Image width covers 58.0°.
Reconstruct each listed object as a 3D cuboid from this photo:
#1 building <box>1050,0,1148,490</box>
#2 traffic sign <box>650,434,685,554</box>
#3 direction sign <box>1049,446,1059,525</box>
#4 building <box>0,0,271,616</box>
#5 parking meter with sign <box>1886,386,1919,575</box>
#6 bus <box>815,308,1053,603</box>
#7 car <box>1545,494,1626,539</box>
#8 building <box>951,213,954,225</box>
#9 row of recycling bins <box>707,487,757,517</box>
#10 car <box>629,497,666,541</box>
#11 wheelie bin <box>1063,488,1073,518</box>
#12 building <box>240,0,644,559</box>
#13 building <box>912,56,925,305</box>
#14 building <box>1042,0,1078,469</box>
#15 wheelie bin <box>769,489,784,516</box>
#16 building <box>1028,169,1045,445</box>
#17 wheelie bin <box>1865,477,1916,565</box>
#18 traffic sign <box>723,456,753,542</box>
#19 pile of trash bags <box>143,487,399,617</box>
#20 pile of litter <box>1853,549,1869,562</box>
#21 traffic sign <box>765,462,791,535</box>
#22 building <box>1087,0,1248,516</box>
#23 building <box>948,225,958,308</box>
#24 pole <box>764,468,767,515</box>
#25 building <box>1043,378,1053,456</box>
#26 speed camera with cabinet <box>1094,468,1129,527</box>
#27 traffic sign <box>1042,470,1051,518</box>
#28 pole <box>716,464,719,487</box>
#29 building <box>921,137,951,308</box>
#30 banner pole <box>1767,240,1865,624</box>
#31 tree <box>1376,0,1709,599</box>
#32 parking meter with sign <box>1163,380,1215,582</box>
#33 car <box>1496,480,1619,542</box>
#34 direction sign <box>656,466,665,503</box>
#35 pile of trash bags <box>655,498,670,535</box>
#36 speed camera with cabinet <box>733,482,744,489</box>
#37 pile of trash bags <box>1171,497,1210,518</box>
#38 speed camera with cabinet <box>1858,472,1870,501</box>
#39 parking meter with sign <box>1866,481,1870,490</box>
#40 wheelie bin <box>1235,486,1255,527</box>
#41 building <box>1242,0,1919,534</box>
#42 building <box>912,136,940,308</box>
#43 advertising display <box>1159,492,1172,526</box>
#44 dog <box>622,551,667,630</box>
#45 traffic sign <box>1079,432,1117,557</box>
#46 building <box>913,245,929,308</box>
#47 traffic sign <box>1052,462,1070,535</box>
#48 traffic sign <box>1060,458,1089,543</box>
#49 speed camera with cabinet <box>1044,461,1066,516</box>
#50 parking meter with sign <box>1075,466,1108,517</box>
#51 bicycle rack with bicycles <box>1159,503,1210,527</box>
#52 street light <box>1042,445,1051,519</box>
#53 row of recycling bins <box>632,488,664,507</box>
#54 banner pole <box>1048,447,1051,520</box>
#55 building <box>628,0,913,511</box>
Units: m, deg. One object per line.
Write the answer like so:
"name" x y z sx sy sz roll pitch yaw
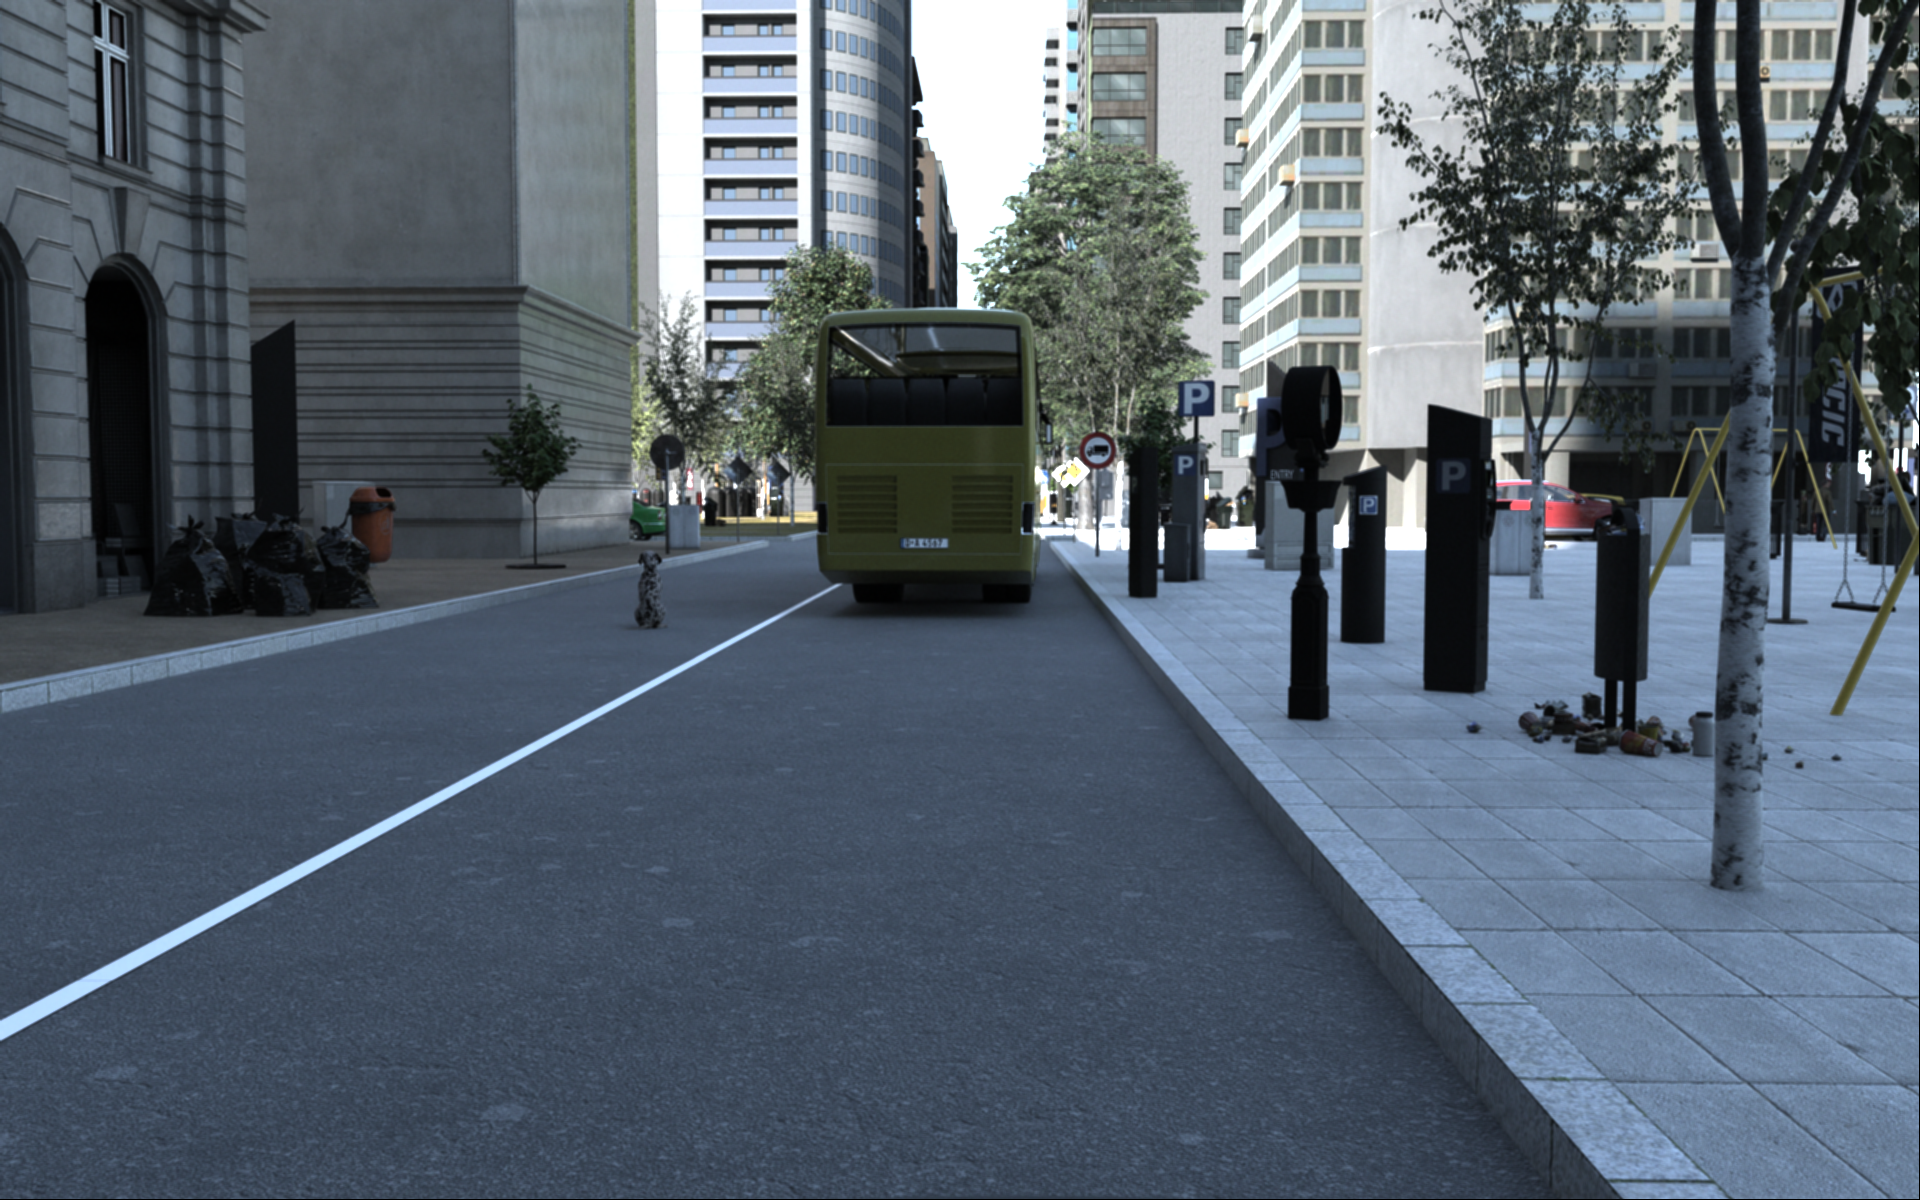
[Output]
"building" 17.712 -42.768 137.514 20.563 71.187 20.611 0 4 2
"traffic sign" -6.249 -2.253 36.940 0.768 2.556 0.104 0 4 8
"direction sign" 3.899 -4.877 71.729 0.379 3.537 0.876 0 4 0
"building" -15.928 -10.407 11.959 13.314 21.916 24.055 0 4 2
"parking meter with sign" 15.373 -1.885 27.078 0.543 3.016 1.738 -1 4 -18
"bus" -0.076 -2.092 25.743 2.896 3.916 12.252 0 4 3
"car" 17.616 -2.454 50.342 3.980 1.641 2.015 0 4 3
"building" -11.878 -39.789 274.248 21.300 48.544 21.600 0 4 2
"row of recycling bins" -12.574 -5.458 96.356 1.069 1.692 3.534 3 4 39
"car" -10.817 -2.557 50.611 4.718 1.807 1.959 0 4 1
"wheelie bin" 5.501 -5.103 91.344 0.693 1.594 0.980 3 5 44
"building" -18.306 -12.398 38.864 21.152 22.565 11.583 0 4 2
"building" -14.901 -31.609 171.432 22.147 44.769 28.867 0 4 2
"building" 19.013 -33.275 163.648 23.786 49.044 30.456 0 4 2
"wheelie bin" -10.522 -5.595 99.383 0.980 1.594 0.693 2 4 35
"building" 25.206 -41.843 273.375 28.713 52.752 27.495 0 4 2
"wheelie bin" 16.872 -1.435 31.366 0.693 1.594 0.980 -1 4 -15
"traffic sign" -5.880 -2.584 45.893 0.795 2.450 0.064 0 4 2
"pile of trash bags" -7.458 -0.605 19.642 1.912 1.369 3.447 1 4 13
"pile of litter" 17.912 -1.176 33.190 1.719 0.858 1.176 0 4 -5
"traffic sign" -5.653 -3.072 53.875 0.795 2.450 0.064 0 4 2
"building" 14.688 -20.420 105.566 14.160 30.474 14.107 0 4 2
"building" -7.476 -35.042 256.530 14.154 41.232 14.086 0 4 2
"pole" -12.211 -7.009 108.442 0.158 3.312 0.155 0 3 0
"building" 17.624 -27.513 221.540 14.160 30.474 14.107 0 4 2
"speed camera with cabinet" 6.343 -4.524 68.305 2.038 3.252 0.660 0 4 -6
"traffic sign" 4.419 -5.598 91.635 0.768 2.556 0.104 1 4 10
"pole" -16.297 -7.491 116.313 0.158 3.312 0.155 0 3 0
"building" -12.646 -37.611 238.636 21.300 48.544 21.600 0 4 2
"banner pole" 8.404 -1.650 16.997 0.863 3.779 0.401 3 5 43
"tree" 7.025 -4.305 20.754 4.360 8.622 3.978 0 3 0
"parking meter with sign" 3.402 -1.815 25.934 0.543 3.016 1.738 1 4 17
"car" 16.079 -2.413 48.130 5.304 1.827 2.281 0 4 0
"direction sign" -17.025 -6.519 98.586 0.379 3.537 0.876 2 4 29
"pile of trash bags" -10.567 -2.753 54.772 3.447 1.369 1.912 1 4 17
"speed camera with cabinet" -13.110 -6.608 102.375 0.660 3.252 2.038 0 4 -8
"pile of trash bags" 12.669 -5.089 92.960 3.447 1.369 1.912 0 4 -7
"speed camera with cabinet" 37.177 -4.696 71.111 0.660 3.252 2.038 0 4 -7
"parking meter with sign" 52.867 -6.390 100.745 1.738 3.016 0.543 2 4 32
"wheelie bin" 11.060 -3.623 67.152 0.693 1.594 0.980 0 4 -2
"building" 24.498 -23.178 70.845 23.993 40.220 32.217 0 4 2
"building" -9.759 -34.894 220.631 14.600 45.320 14.200 0 4 2
"advertising display" 8.267 -3.951 69.820 0.974 1.923 0.123 1 4 22
"dog" -3.417 -0.104 18.544 0.513 0.831 0.800 2 4 31
"traffic sign" 2.817 -2.160 35.416 0.768 2.556 0.104 1 4 10
"building" -10.767 -25.780 193.207 14.160 30.474 14.107 0 4 2
"traffic sign" 3.237 -3.056 53.603 0.795 2.450 0.064 0 4 2
"traffic sign" 3.010 -2.568 45.621 0.795 2.450 0.064 0 4 2
"speed camera with cabinet" 5.801 -6.593 102.124 2.038 3.252 0.660 -3 4 -38
"parking meter with sign" 7.228 -6.061 95.360 1.738 3.016 0.543 1 4 12
"bicycle rack with bicycles" 8.850 -3.285 67.095 2.925 0.926 2.852 -1 4 -10
"street light" 4.620 -7.129 89.342 0.468 5.910 1.993 0 4 2
"row of recycling bins" -23.151 -7.214 125.062 3.534 1.692 1.069 -1 4 -21
"banner pole" 4.399 -5.800 84.843 0.401 3.779 0.863 1 4 8
"building" -15.164 -36.727 142.481 21.231 58.520 28.212 0 4 2
